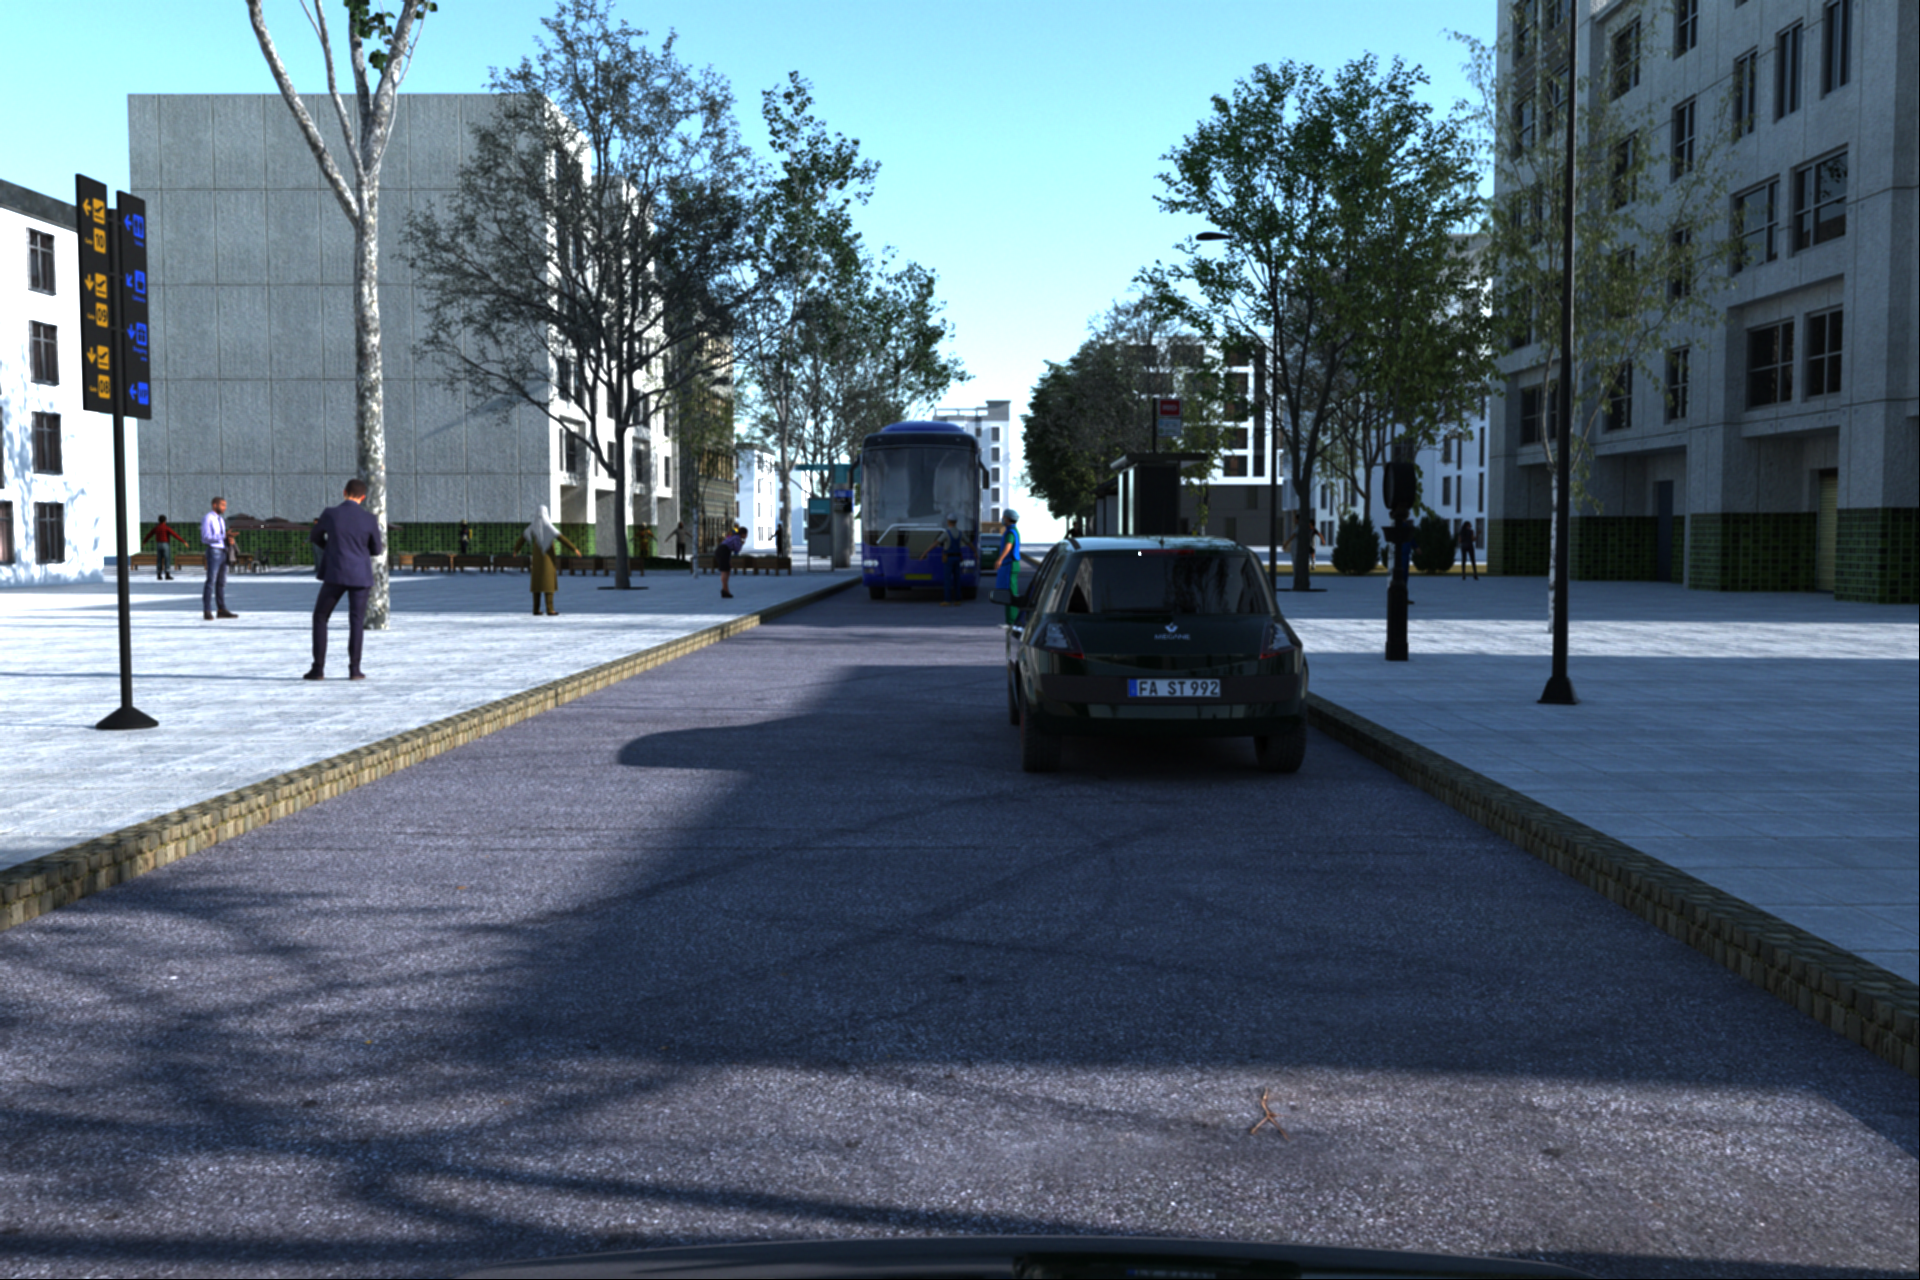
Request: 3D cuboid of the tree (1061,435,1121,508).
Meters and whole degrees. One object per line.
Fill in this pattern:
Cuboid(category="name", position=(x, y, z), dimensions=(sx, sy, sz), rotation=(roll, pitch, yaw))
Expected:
Cuboid(category="tree", position=(8.073, -9.271, 101.950), dimensions=(4.737, 8.622, 4.395), rotation=(0, 3, 0))

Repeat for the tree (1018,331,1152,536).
Cuboid(category="tree", position=(8.161, -12.461, 110.396), dimensions=(9.857, 13.997, 8.962), rotation=(0, 3, 0))

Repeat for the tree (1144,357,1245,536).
Cuboid(category="tree", position=(9.783, -7.391, 71.209), dimensions=(4.737, 8.622, 4.395), rotation=(0, 3, 0))

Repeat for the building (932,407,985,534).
Cuboid(category="building", position=(-3.682, -23.779, 247.661), dimensions=(11.380, 20.090, 16.016), rotation=(-1, 4, -8))

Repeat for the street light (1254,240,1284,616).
Cuboid(category="street light", position=(5.404, -3.317, 26.768), dimensions=(1.470, 5.913, 1.316), rotation=(0, 4, 1))

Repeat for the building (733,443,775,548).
Cuboid(category="building", position=(-22.962, -14.125, 173.092), dimensions=(9.099, 9.664, 28.070), rotation=(0, 4, 1))

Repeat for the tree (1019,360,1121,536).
Cuboid(category="tree", position=(8.790, -13.386, 125.513), dimensions=(9.857, 13.997, 8.962), rotation=(0, 3, 0))

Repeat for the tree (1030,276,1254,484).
Cuboid(category="tree", position=(8.557, -10.443, 81.117), dimensions=(12.009, 13.543, 11.850), rotation=(0, 3, 0))

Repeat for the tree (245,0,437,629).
Cuboid(category="tree", position=(-9.411, -10.211, 22.841), dimensions=(12.611, 20.169, 13.585), rotation=(0, 3, 0))

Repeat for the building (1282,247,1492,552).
Cuboid(category="building", position=(27.981, -16.192, 121.152), dimensions=(16.016, 20.090, 11.380), rotation=(0, 4, 1))

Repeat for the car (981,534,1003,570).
Cuboid(category="car", position=(0.920, -3.025, 61.249), dimensions=(2.131, 1.459, 4.920), rotation=(0, 4, 0))

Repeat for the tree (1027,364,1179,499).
Cuboid(category="tree", position=(8.118, -9.791, 94.493), dimensions=(8.767, 10.594, 7.601), rotation=(0, 4, -7))

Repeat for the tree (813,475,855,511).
Cuboid(category="tree", position=(-18.384, -19.038, 245.688), dimensions=(7.601, 10.594, 8.767), rotation=(-1, 4, -9))

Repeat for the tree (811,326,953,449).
Cuboid(category="tree", position=(-7.561, -18.496, 158.298), dimensions=(12.611, 20.169, 13.585), rotation=(0, 3, 0))

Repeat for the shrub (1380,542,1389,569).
Cuboid(category="shrub", position=(15.670, -3.149, 62.599), dimensions=(1.383, 1.207, 1.383), rotation=(0, 3, 0))

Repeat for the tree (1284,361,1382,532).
Cuboid(category="tree", position=(15.865, -7.375, 70.941), dimensions=(4.360, 8.622, 3.978), rotation=(0, 3, 0))

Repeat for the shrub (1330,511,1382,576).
Cuboid(category="shrub", position=(12.211, -2.999, 53.454), dimensions=(1.690, 2.028, 1.600), rotation=(0, 3, 0))

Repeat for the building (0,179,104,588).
Cuboid(category="building", position=(-23.523, -5.481, 31.754), dimensions=(9.099, 9.664, 28.070), rotation=(0, 4, 1))

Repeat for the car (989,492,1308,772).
Cuboid(category="car", position=(1.213, -0.125, 11.834), dimensions=(2.009, 1.686, 4.222), rotation=(0, 3, 0))

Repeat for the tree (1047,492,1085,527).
Cuboid(category="tree", position=(8.903, -11.401, 136.762), dimensions=(4.737, 8.622, 4.395), rotation=(0, 3, 0))

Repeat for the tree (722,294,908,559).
Cuboid(category="tree", position=(-7.166, -10.937, 89.184), dimensions=(12.009, 13.543, 11.850), rotation=(0, 3, 0))

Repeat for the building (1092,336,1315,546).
Cuboid(category="building", position=(28.702, -21.498, 195.471), dimensions=(27.936, 21.610, 32.646), rotation=(0, 4, 1))

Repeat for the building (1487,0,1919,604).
Cuboid(category="building", position=(25.228, -10.580, 39.439), dimensions=(16.747, 18.905, 31.486), rotation=(0, 4, 0))

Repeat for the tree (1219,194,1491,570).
Cuboid(category="tree", position=(14.501, -9.262, 61.803), dimensions=(12.009, 13.543, 11.850), rotation=(0, 3, 0))

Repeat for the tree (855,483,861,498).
Cuboid(category="tree", position=(-6.281, -11.425, 137.168), dimensions=(4.737, 8.622, 4.395), rotation=(0, 3, 0))

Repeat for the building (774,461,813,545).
Cuboid(category="building", position=(-22.562, -16.608, 213.687), dimensions=(9.099, 9.664, 28.070), rotation=(0, 3, 0))

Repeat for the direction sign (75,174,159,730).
Cuboid(category="direction sign", position=(-5.537, -1.187, 11.409), dimensions=(0.379, 3.537, 0.876), rotation=(0, 3, 0))

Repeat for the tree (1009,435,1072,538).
Cuboid(category="tree", position=(9.634, -14.854, 153.229), dimensions=(12.009, 13.543, 11.850), rotation=(0, 3, 0))

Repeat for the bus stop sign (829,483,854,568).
Cuboid(category="bus stop sign", position=(-4.431, -4.646, 64.977), dimensions=(0.837, 3.901, 0.837), rotation=(0, 4, 2))

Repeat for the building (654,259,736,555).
Cuboid(category="building", position=(-25.437, -17.356, 114.705), dimensions=(19.493, 23.208, 18.063), rotation=(0, 4, 0))

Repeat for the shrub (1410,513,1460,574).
Cuboid(category="shrub", position=(15.086, -3.109, 55.254), dimensions=(1.690, 2.028, 1.600), rotation=(0, 3, 0))

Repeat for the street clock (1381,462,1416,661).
Cuboid(category="street clock", position=(4.434, -0.793, 17.528), dimensions=(0.358, 2.002, 0.471), rotation=(0, 4, 0))

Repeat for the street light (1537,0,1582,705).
Cuboid(category="street light", position=(5.101, -2.474, 12.989), dimensions=(1.470, 5.913, 1.316), rotation=(0, 4, 0))

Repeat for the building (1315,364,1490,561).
Cuboid(category="building", position=(26.320, -9.266, 93.641), dimensions=(9.099, 9.664, 28.070), rotation=(0, 4, 1))

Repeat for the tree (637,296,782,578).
Cuboid(category="tree", position=(-7.868, -6.086, 49.871), dimensions=(4.360, 8.622, 3.978), rotation=(0, 3, 0))

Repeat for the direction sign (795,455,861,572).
Cuboid(category="direction sign", position=(-4.323, -4.324, 59.461), dimensions=(2.525, 3.948, 1.411), rotation=(0, 4, 1))

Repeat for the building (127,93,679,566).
Cuboid(category="building", position=(-24.932, -13.405, 85.630), dimensions=(16.747, 18.905, 31.486), rotation=(0, 4, 0))

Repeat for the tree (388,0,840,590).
Cuboid(category="tree", position=(-7.984, -7.916, 39.804), dimensions=(12.009, 13.543, 11.850), rotation=(0, 3, 0))
